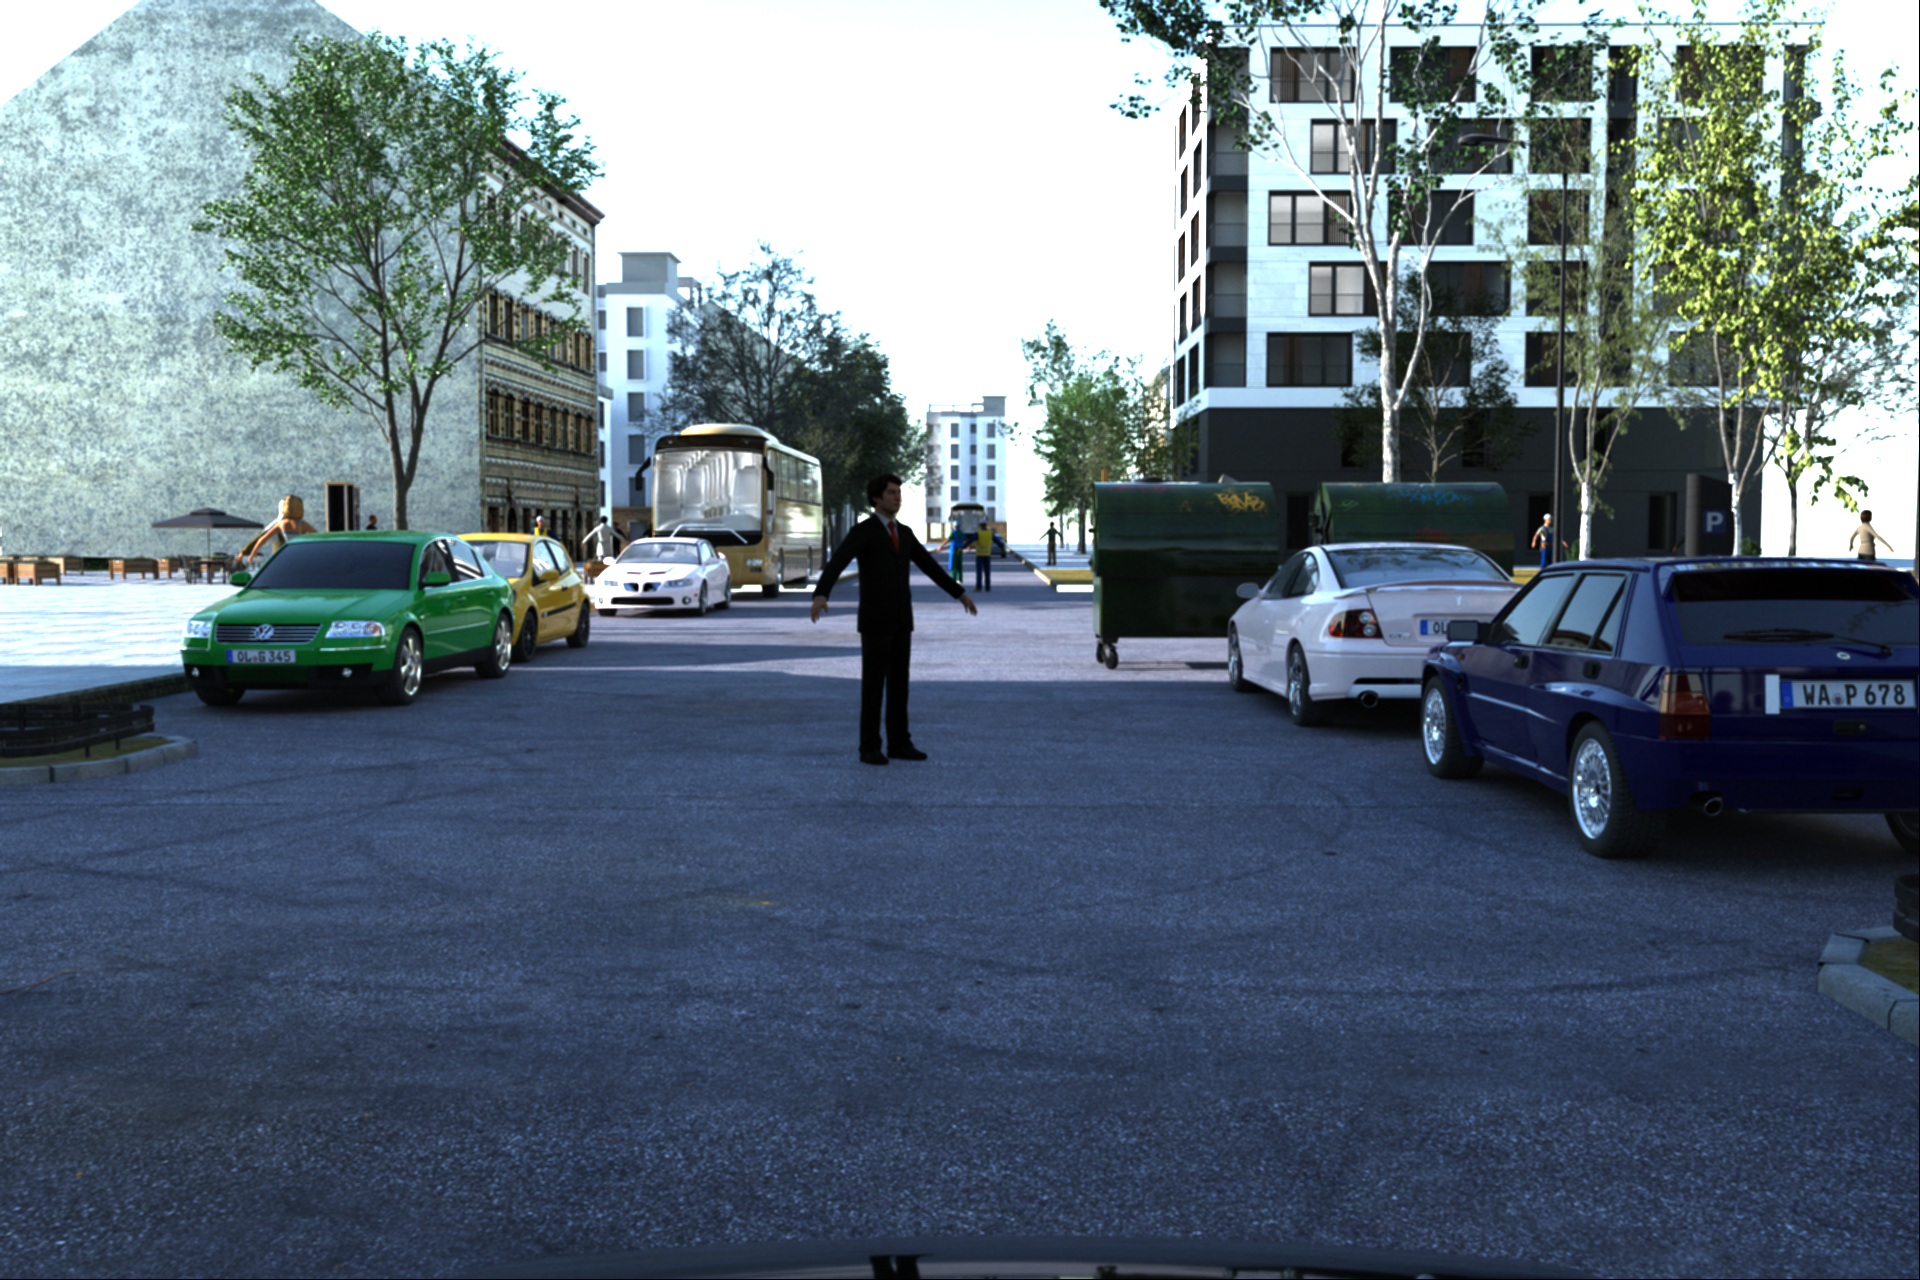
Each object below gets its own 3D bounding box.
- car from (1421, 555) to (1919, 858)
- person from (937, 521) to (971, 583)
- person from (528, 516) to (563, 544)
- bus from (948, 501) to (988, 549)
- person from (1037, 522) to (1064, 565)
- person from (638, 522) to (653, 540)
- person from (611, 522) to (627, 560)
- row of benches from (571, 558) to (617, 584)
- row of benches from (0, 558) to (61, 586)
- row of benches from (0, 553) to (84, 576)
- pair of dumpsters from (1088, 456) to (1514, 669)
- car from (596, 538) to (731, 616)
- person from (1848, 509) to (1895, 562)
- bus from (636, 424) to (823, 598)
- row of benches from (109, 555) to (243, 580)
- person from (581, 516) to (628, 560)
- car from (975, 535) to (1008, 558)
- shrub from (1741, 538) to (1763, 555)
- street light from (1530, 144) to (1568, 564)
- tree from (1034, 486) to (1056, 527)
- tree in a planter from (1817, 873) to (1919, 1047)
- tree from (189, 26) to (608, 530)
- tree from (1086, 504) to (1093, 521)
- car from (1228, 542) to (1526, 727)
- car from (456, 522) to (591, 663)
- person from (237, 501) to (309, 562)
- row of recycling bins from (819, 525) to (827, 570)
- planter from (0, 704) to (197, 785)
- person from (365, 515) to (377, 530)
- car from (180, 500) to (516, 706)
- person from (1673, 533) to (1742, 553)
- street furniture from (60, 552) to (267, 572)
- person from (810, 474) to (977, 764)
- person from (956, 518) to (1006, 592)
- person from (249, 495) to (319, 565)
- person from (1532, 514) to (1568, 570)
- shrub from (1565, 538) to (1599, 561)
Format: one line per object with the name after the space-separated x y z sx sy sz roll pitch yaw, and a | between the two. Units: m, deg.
3.645 0.219 9.005 1.945 1.354 3.894 0 4 0 | car
-0.122 -2.561 50.451 1.347 1.817 0.704 -3 5 -44 | person
-11.419 -2.494 47.244 1.216 1.772 0.721 -1 4 -19 | person
0.693 -8.713 133.998 2.896 3.916 12.252 0 4 1 | bus
3.757 -3.968 71.149 1.348 1.796 0.705 -2 4 -33 | person
-14.138 -4.513 79.569 1.354 1.856 0.705 -1 4 -12 | person
-15.874 -4.526 79.936 1.347 1.837 0.705 2 4 26 | person
-9.241 -1.804 44.959 4.104 0.672 1.422 -2 4 -28 | row of benches
-24.223 -1.761 44.256 4.104 0.672 1.422 3 4 37 | row of benches
-29.072 -2.403 54.748 4.104 0.672 1.422 2 4 33 | row of benches
3.608 -0.847 18.794 4.436 2.255 1.574 0 4 1 | pair of dumpsters
-5.351 -1.182 31.694 2.083 1.381 4.827 0 4 1 | car
16.918 -1.556 32.203 0.721 1.744 1.215 -1 4 -9 | person
-5.214 -3.101 42.254 2.896 3.916 12.252 0 4 1 | bus
-22.773 -2.150 50.608 1.422 0.672 4.104 2 4 30 | row of benches
-10.242 -2.674 49.911 1.347 1.806 0.705 0 4 -5 | person
1.893 -5.652 104.407 2.014 1.417 4.499 0 4 0 | car
25.765 -2.786 56.668 1.383 1.207 1.383 0 3 0 | shrub
7.575 -2.919 20.264 1.470 5.913 1.316 0 4 1 | street light
12.670 -17.342 233.900 4.360 8.622 3.978 0 3 0 | tree
3.673 -0.471 4.928 1.991 3.239 1.994 0 4 1 | tree in a planter
-11.175 -6.670 34.804 9.928 11.665 9.643 0 3 0 | tree
18.913 -17.324 233.604 4.360 8.622 3.978 0 3 0 | tree
3.412 -0.118 14.286 2.083 1.381 4.827 0 4 0 | car
-5.609 -0.630 20.532 2.015 1.641 3.980 0 4 1 | car
-8.874 -0.982 22.827 1.217 1.736 0.721 -2 4 -33 | person
-5.328 -3.391 62.559 1.069 1.692 3.534 0 4 2 | row of recycling bins
-5.960 0.633 10.787 1.991 0.319 1.994 0 4 1 | planter
-16.222 -2.552 47.948 0.704 1.802 1.346 0 4 4 | person
-5.442 -0.434 15.885 1.959 1.807 4.718 0 4 1 | car
15.116 -1.776 35.098 1.348 1.821 0.705 3 5 41 | person
-29.593 -2.762 60.781 10.072 0.657 5.734 0 4 6 | street furniture
-0.447 -0.139 10.914 1.347 1.806 0.705 -3 5 -43 | person
0.567 -2.124 43.160 1.349 1.833 0.705 -1 4 -22 | person
-8.013 -0.877 20.956 1.214 1.753 0.721 0 4 1 | person
16.759 -2.660 49.349 1.347 1.847 0.705 -2 4 -28 | person
19.849 -2.704 55.321 1.383 1.207 1.383 0 3 0 | shrub
